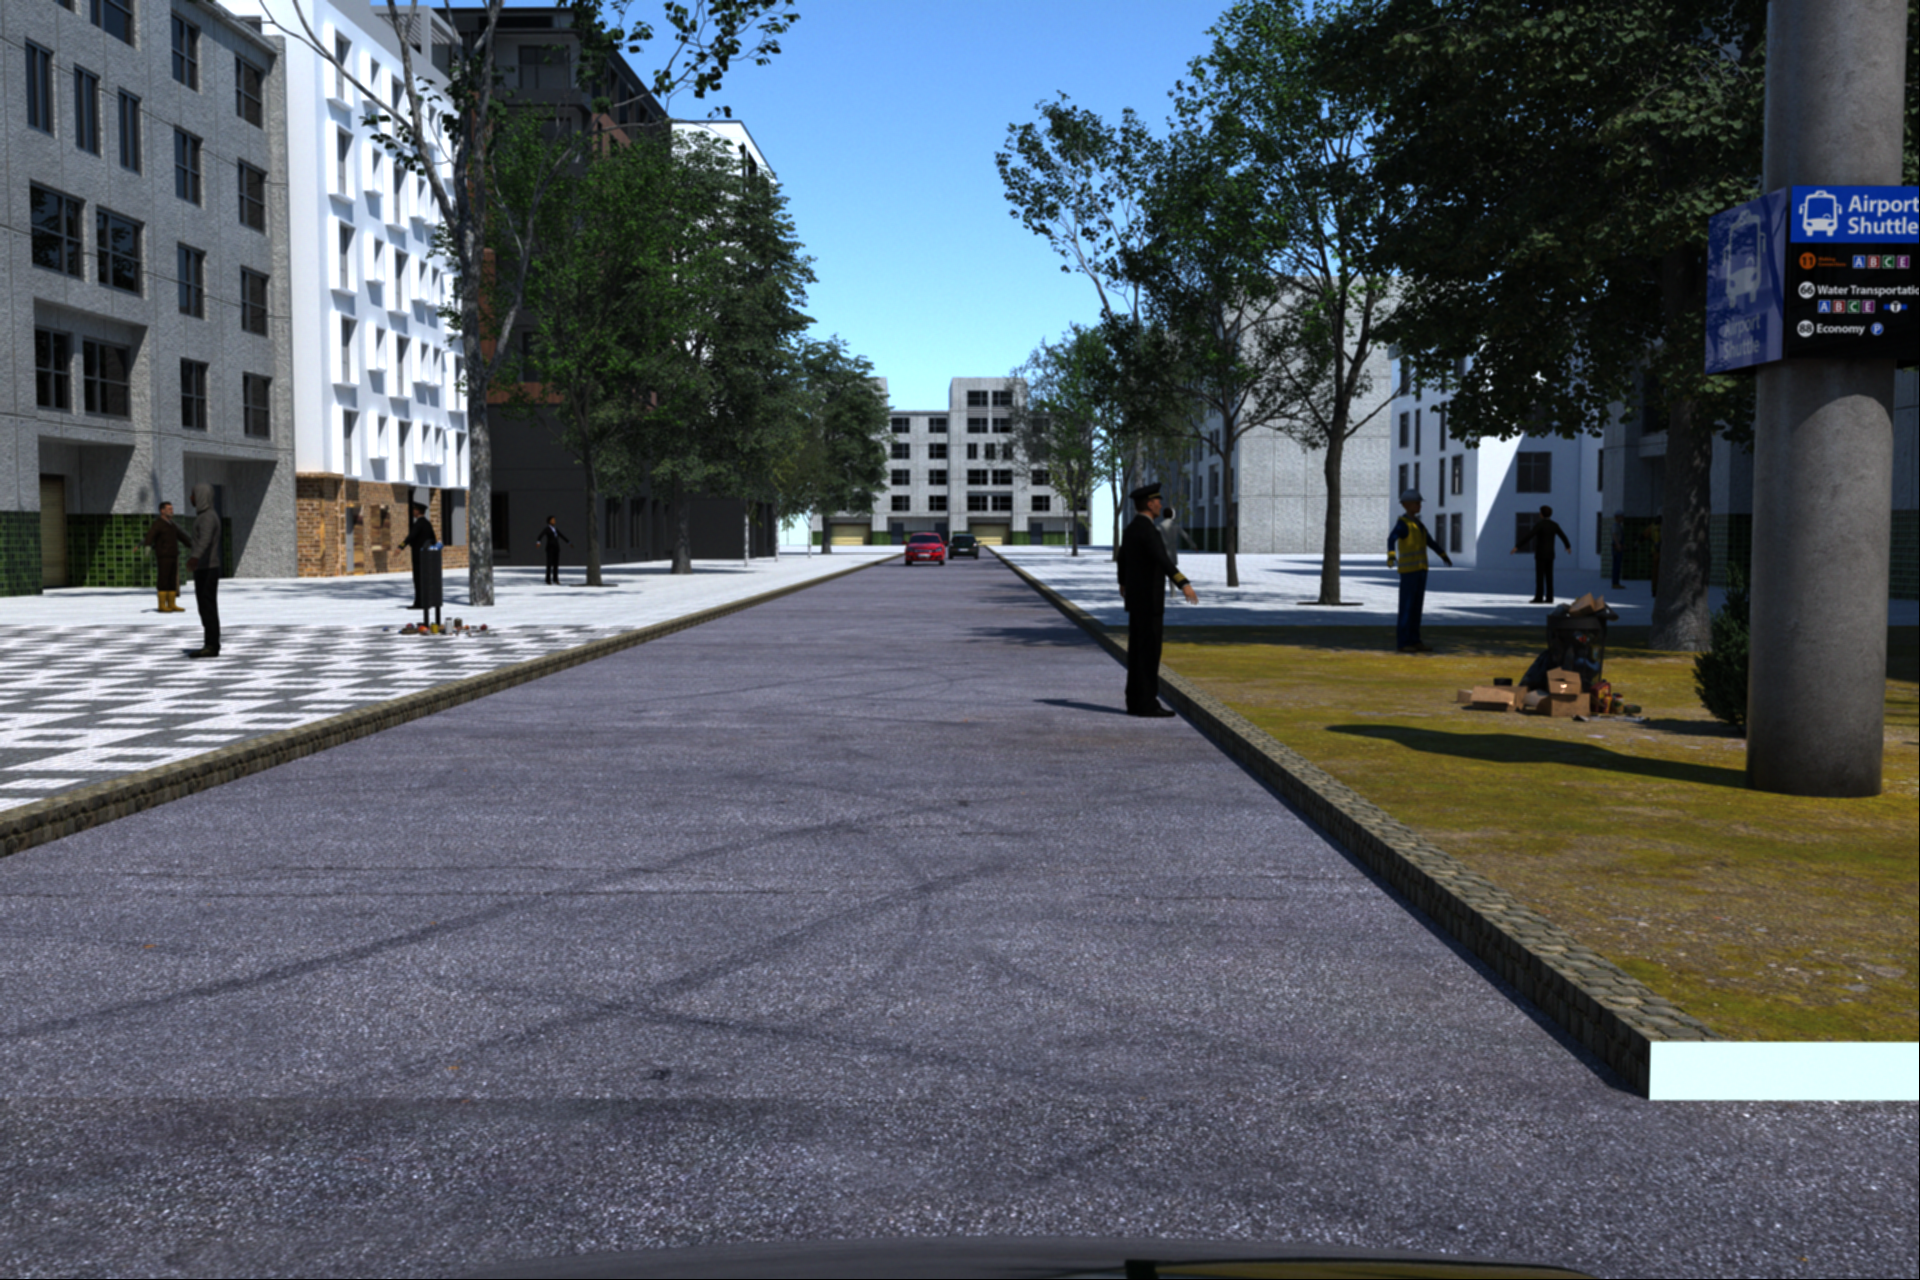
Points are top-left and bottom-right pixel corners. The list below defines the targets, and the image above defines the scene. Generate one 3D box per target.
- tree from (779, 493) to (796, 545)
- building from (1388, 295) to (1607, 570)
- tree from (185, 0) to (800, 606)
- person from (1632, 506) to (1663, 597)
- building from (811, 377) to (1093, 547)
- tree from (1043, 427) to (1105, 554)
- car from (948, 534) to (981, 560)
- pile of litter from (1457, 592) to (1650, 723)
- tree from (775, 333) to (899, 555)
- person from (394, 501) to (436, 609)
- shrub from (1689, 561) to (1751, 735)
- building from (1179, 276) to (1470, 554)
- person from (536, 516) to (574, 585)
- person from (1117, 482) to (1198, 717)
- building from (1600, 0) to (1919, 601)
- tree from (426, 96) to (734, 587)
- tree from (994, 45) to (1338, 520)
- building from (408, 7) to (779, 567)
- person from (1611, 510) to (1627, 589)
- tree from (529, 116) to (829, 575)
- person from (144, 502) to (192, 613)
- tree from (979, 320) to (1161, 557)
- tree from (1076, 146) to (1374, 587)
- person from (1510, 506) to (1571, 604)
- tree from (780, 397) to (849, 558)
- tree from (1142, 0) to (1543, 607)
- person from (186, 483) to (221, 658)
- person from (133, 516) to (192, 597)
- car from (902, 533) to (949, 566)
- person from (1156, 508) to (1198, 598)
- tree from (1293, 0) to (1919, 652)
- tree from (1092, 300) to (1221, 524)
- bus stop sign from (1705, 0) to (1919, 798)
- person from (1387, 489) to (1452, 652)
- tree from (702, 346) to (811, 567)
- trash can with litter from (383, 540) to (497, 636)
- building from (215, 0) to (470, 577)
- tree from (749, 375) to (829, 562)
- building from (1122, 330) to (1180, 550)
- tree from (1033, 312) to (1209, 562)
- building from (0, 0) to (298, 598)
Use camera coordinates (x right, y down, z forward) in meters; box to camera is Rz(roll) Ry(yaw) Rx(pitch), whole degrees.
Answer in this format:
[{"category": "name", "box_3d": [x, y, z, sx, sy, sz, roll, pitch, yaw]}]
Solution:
[{"category": "tree", "box_3d": [-19.774, -15.040, 196.269, 4.737, 8.622, 4.395, 0, 3, 0]}, {"category": "building", "box_3d": [23.467, -7.428, 63.598, 9.099, 9.664, 28.070, 0, 4, 1]}, {"category": "tree", "box_3d": [-8.780, -10.584, 28.931, 12.611, 20.169, 13.585, 0, 3, 0]}, {"category": "person", "box_3d": [14.236, -1.792, 35.069, 0.705, 1.858, 1.354, -3, 5, -43]}, {"category": "building", "box_3d": [-1.115, -20.373, 202.007, 31.486, 18.905, 16.747, 0, 4, -2]}, {"category": "tree", "box_3d": [6.963, -9.785, 110.348, 4.737, 8.622, 4.395, 0, 3, 0]}, {"category": "car", "box_3d": [0.208, -5.419, 98.393, 2.009, 1.686, 4.222, 0, 4, 1]}, {"category": "pile of litter", "box_3d": [4.291, 0.084, 12.589, 1.176, 0.858, 1.719, 0, 4, 0]}, {"category": "tree", "box_3d": [-8.470, -12.333, 108.299, 9.857, 13.997, 8.962, 0, 3, 0]}, {"category": "person", "box_3d": [-9.253, -1.450, 29.635, 0.705, 1.837, 1.347, 1, 4, 10]}, {"category": "shrub", "box_3d": [5.162, 0.007, 11.002, 1.383, 1.207, 1.383, 0, 3, 0]}, {"category": "building", "box_3d": [26.455, -15.947, 127.185, 16.747, 18.905, 31.486, 0, 4, 0]}, {"category": "person", "box_3d": [-10.221, -2.259, 43.654, 0.721, 1.740, 1.216, 2, 4, 34]}, {"category": "person", "box_3d": [1.491, -0.322, 13.664, 0.705, 1.837, 1.347, -1, 4, -17]}, {"category": "building", "box_3d": [26.636, -10.215, 33.477, 16.747, 18.905, 31.486, 0, 4, 1]}, {"category": "tree", "box_3d": [-9.131, -7.122, 42.203, 9.928, 11.665, 9.643, 0, 3, 0]}, {"category": "tree", "box_3d": [8.253, -12.891, 66.654, 12.611, 20.169, 13.585, 0, 3, 0]}, {"category": "building", "box_3d": [-24.784, -14.685, 84.079, 27.936, 21.610, 32.646, 0, 4, 1]}, {"category": "person", "box_3d": [15.483, -2.130, 40.690, 0.705, 1.847, 1.347, 2, 4, 25]}, {"category": "tree", "box_3d": [-8.831, -9.064, 54.854, 9.857, 13.997, 8.962, 0, 3, 0]}, {"category": "person", "box_3d": [-12.971, -1.361, 28.390, 0.704, 1.812, 1.346, 1, 4, 10]}, {"category": "tree", "box_3d": [6.635, -11.511, 98.581, 12.009, 13.543, 11.850, 0, 3, 0]}, {"category": "tree", "box_3d": [6.312, -6.577, 41.943, 7.601, 10.594, 8.767, 0, 4, 4]}, {"category": "person", "box_3d": [10.802, -1.582, 32.053, 1.347, 1.806, 0.705, -1, 4, -21]}, {"category": "tree", "box_3d": [-8.194, -8.743, 93.317, 4.360, 8.622, 3.978, 0, 3, 0]}, {"category": "tree", "box_3d": [6.770, -6.424, 30.781, 9.928, 11.665, 9.643, 0, 3, 0]}, {"category": "person", "box_3d": [-7.889, -0.729, 18.048, 0.705, 1.813, 1.348, -1, 4, -20]}, {"category": "person", "box_3d": [-16.076, -1.769, 35.190, 0.705, 1.796, 1.348, 3, 5, 44]}, {"category": "car", "box_3d": [-1.599, -4.343, 80.051, 2.155, 1.783, 4.494, 0, 4, 0]}, {"category": "person", "box_3d": [4.166, -1.755, 34.873, 1.347, 1.806, 0.705, -1, 4, -10]}, {"category": "tree", "box_3d": [7.937, -6.862, 18.846, 9.857, 13.997, 8.962, 0, 3, 0]}, {"category": "tree", "box_3d": [6.849, -6.324, 53.766, 4.360, 8.622, 3.978, 0, 3, 0]}, {"category": "bus stop sign", "box_3d": [4.293, -1.198, 8.605, 0.837, 3.901, 0.837, 0, 4, -1]}, {"category": "person", "box_3d": [4.991, -0.758, 18.864, 1.216, 1.772, 0.721, -3, 5, -44]}, {"category": "tree", "box_3d": [-7.978, -7.102, 66.484, 4.737, 8.622, 4.395, 0, 3, 0]}, {"category": "trash can with litter", "box_3d": [-6.739, -0.720, 22.823, 1.678, 1.210, 2.233, 0, 4, 0]}, {"category": "building", "box_3d": [-23.591, -12.014, 52.844, 16.016, 20.090, 11.380, 0, 4, -1]}, {"category": "tree", "box_3d": [-8.603, -7.868, 79.001, 4.360, 8.622, 3.978, 0, 3, 0]}, {"category": "building", "box_3d": [24.695, -17.876, 158.735, 16.747, 18.905, 31.486, 0, 3, 0]}, {"category": "tree", "box_3d": [7.406, -9.436, 80.029, 9.928, 11.665, 9.643, 0, 3, 0]}, {"category": "building", "box_3d": [-27.770, -10.273, 34.424, 16.747, 18.905, 31.486, 0, 3, 0]}]
